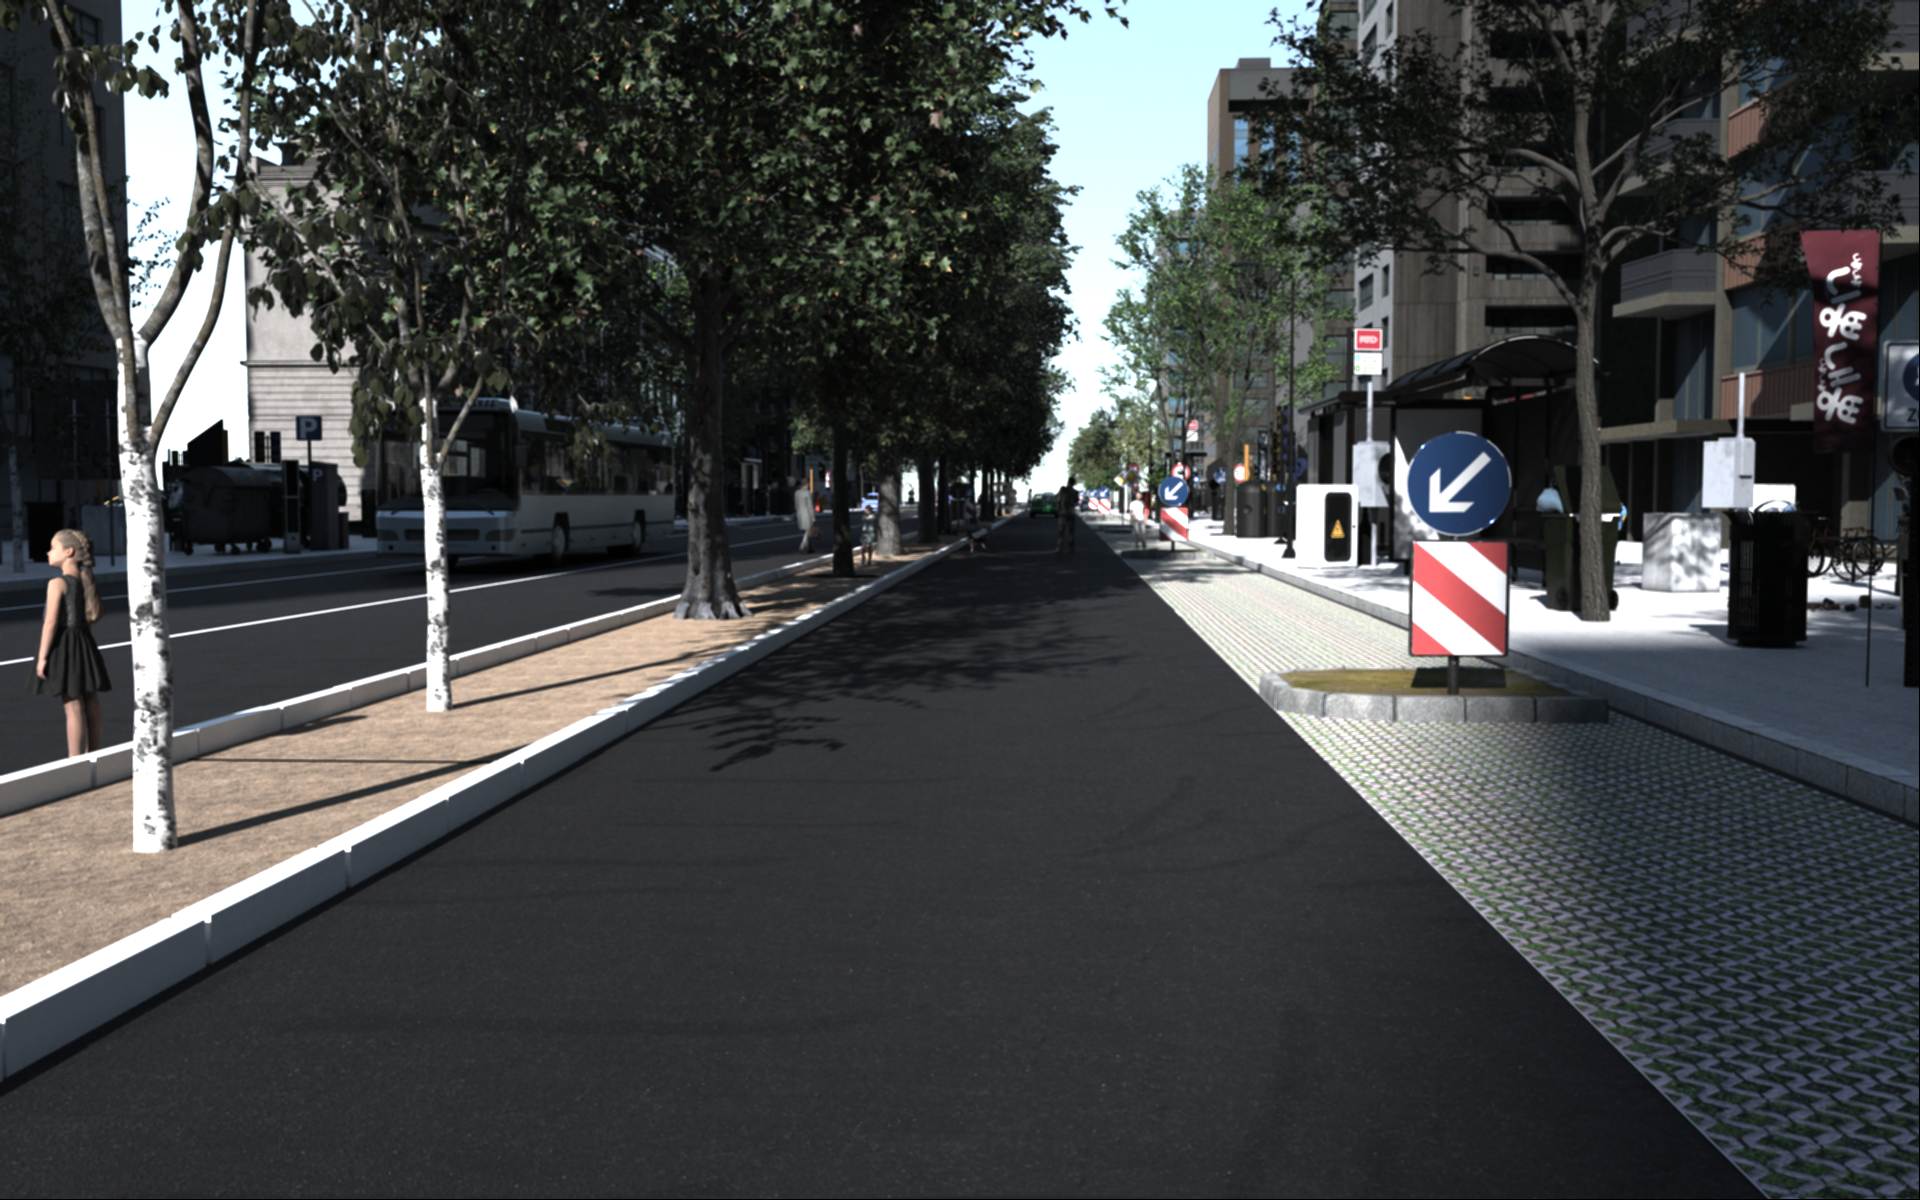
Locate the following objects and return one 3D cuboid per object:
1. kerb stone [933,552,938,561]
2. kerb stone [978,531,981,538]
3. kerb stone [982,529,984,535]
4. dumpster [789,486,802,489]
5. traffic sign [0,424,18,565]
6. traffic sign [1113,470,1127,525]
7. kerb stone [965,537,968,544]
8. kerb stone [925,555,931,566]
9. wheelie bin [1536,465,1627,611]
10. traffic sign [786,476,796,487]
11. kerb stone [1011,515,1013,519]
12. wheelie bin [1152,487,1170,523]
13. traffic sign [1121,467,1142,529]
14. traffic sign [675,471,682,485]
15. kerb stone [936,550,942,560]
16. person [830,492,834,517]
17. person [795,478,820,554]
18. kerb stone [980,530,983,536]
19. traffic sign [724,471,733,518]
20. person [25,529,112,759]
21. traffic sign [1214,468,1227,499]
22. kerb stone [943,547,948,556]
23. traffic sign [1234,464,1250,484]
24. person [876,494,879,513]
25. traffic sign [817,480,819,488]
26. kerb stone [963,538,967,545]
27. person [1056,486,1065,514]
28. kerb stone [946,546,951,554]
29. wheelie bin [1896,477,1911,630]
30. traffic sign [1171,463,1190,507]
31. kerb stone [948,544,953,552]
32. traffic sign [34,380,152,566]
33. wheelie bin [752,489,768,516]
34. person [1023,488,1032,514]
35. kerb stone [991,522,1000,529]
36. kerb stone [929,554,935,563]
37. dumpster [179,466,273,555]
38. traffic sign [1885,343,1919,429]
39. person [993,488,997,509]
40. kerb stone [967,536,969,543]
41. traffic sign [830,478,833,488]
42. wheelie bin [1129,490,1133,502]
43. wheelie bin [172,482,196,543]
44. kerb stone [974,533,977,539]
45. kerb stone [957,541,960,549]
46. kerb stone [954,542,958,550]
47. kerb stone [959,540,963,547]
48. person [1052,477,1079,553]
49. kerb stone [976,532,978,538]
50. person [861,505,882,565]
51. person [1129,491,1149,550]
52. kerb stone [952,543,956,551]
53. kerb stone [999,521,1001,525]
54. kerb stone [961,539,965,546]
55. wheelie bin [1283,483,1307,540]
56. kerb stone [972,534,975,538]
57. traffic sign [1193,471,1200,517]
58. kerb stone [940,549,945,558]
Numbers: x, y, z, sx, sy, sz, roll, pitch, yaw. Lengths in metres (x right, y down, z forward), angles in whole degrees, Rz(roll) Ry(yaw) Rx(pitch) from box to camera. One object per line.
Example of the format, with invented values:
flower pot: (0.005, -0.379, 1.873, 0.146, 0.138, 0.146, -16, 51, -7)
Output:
kerb stone: (-0.607, -0.873, 36.476, 0.120, 0.150, 1.000, 0, 4, 3)
kerb stone: (0.540, -2.125, 56.943, 0.120, 0.150, 1.000, 0, 4, 3)
kerb stone: (0.657, -2.251, 58.993, 0.120, 0.150, 1.000, 0, 4, 3)
dumpster: (-11.542, -7.114, 122.077, 1.264, 1.857, 1.865, 0, 4, 3)
traffic sign: (-17.413, -1.910, 31.337, 0.768, 2.556, 0.104, 0, 4, 3)
traffic sign: (6.746, -4.164, 71.717, 0.795, 2.450, 0.064, 0, 4, 3)
kerb stone: (0.079, -1.625, 48.763, 0.120, 0.150, 1.000, 0, 4, 3)
kerb stone: (-0.724, -0.748, 34.425, 0.120, 0.150, 1.000, 0, 4, 3)
wheelie bin: (6.826, -0.688, 19.153, 0.980, 1.594, 0.693, 0, 4, -7)
traffic sign: (-12.175, -7.599, 124.344, 0.768, 2.556, 0.104, 0, 4, 4)
kerb stone: (2.687, -4.467, 95.392, 0.120, 0.150, 1.000, 0, 4, 3)
wheelie bin: (8.940, -4.179, 76.232, 0.980, 1.594, 0.693, 0, 4, -1)
traffic sign: (6.302, -3.676, 63.744, 0.795, 2.450, 0.064, 0, 4, 3)
traffic sign: (-10.765, -3.735, 64.713, 0.795, 2.450, 0.064, 0, 4, 3)
kerb stone: (-0.539, -0.930, 37.498, 0.120, 0.150, 1.000, 0, 4, 3)
person: (-7.837, -6.141, 108.769, 0.638, 1.841, 0.748, 0, 4, 2)
person: (-3.650, -2.011, 41.481, 0.694, 1.812, 0.767, 3, 5, 45)
kerb stone: (0.599, -2.185, 57.964, 0.120, 0.150, 1.000, 0, 4, 3)
traffic sign: (-12.504, -5.662, 92.682, 0.768, 2.556, 0.104, 1, 4, 13)
person: (-4.533, 0.268, 8.781, 0.373, 1.253, 0.362, 1, 4, 10)
traffic sign: (12.795, -5.164, 84.534, 0.768, 2.556, 0.104, 1, 4, 12)
kerb stone: (-0.432, -1.059, 39.549, 0.120, 0.150, 1.000, 0, 4, 3)
traffic sign: (12.037, -4.543, 74.381, 0.768, 2.556, 0.104, 1, 4, 11)
person: (-6.056, -7.482, 131.007, 0.537, 1.800, 0.526, 2, 4, 33)
traffic sign: (-10.023, -7.533, 125.294, 0.606, 2.300, 0.079, 0, 4, 8)
kerb stone: (0.026, -1.558, 47.732, 0.120, 0.150, 1.000, 0, 4, 3)
person: (4.439, -4.023, 74.524, 0.600, 1.795, 0.529, 1, 4, 9)
kerb stone: (-0.372, -1.121, 40.569, 0.120, 0.150, 1.000, 0, 4, 3)
wheelie bin: (9.109, -0.502, 16.116, 0.693, 1.594, 0.980, 1, 4, 16)
traffic sign: (9.174, -4.401, 72.057, 0.768, 2.556, 0.104, 1, 4, 10)
kerb stone: (-0.317, -1.186, 41.590, 0.120, 0.150, 1.000, 0, 4, 3)
traffic sign: (-15.487, -2.268, 30.955, 2.265, 3.308, 0.079, 1, 4, 8)
wheelie bin: (-11.592, -5.687, 100.885, 0.980, 1.594, 0.693, -2, 4, -31)
person: (4.984, -7.188, 125.872, 0.795, 1.843, 0.661, 0, 4, 7)
kerb stone: (1.548, -3.220, 74.910, 0.120, 0.150, 1.000, 0, 4, 3)
kerb stone: (-0.664, -0.811, 35.456, 0.120, 0.150, 1.000, 0, 4, 3)
dumpster: (-15.605, -1.901, 36.843, 1.264, 1.857, 1.865, 0, 4, 3)
traffic sign: (6.450, -0.578, 11.587, 0.606, 2.300, 0.079, 0, 4, 6)
person: (1.991, -6.078, 107.715, 0.661, 1.843, 0.795, 0, 4, -8)
kerb stone: (0.141, -1.688, 49.791, 0.120, 0.150, 1.000, 0, 4, 3)
traffic sign: (-10.043, -8.375, 137.044, 0.768, 2.556, 0.104, 1, 4, 13)
wheelie bin: (14.379, -8.284, 143.349, 0.693, 1.594, 0.980, -2, 4, -35)
wheelie bin: (-20.161, -2.281, 45.209, 0.980, 1.594, 0.693, 2, 4, 23)
kerb stone: (0.372, -1.938, 53.875, 0.120, 0.150, 1.000, 0, 4, 3)
kerb stone: (-0.148, -1.371, 44.657, 0.120, 0.150, 1.000, 0, 4, 3)
kerb stone: (-0.208, -1.311, 43.636, 0.120, 0.150, 1.000, 0, 4, 3)
kerb stone: (-0.085, -1.436, 45.677, 0.120, 0.150, 1.000, 0, 4, 3)
person: (2.589, -2.089, 42.462, 0.655, 1.846, 0.447, -1, 4, -14)
kerb stone: (0.418, -1.999, 54.896, 0.120, 0.150, 1.000, 0, 4, 3)
person: (-1.780, -1.300, 34.771, 0.505, 1.210, 0.382, 1, 4, 17)
person: (4.464, -1.946, 42.905, 0.523, 1.515, 0.503, 3, 5, 40)
kerb stone: (-0.262, -1.249, 42.611, 0.120, 0.150, 1.000, 0, 4, 3)
kerb stone: (1.599, -3.287, 75.939, 0.120, 0.150, 1.000, 0, 4, 3)
kerb stone: (-0.033, -1.499, 46.704, 0.120, 0.150, 1.000, 0, 4, 3)
wheelie bin: (9.496, -2.489, 48.603, 0.693, 1.594, 0.980, -2, 4, -29)
kerb stone: (0.304, -1.875, 52.855, 0.120, 0.150, 1.000, 0, 4, 3)
traffic sign: (13.093, -5.942, 97.264, 0.768, 2.556, 0.104, 1, 4, 12)
kerb stone: (-0.479, -0.996, 38.519, 0.120, 0.150, 1.000, 0, 4, 3)
